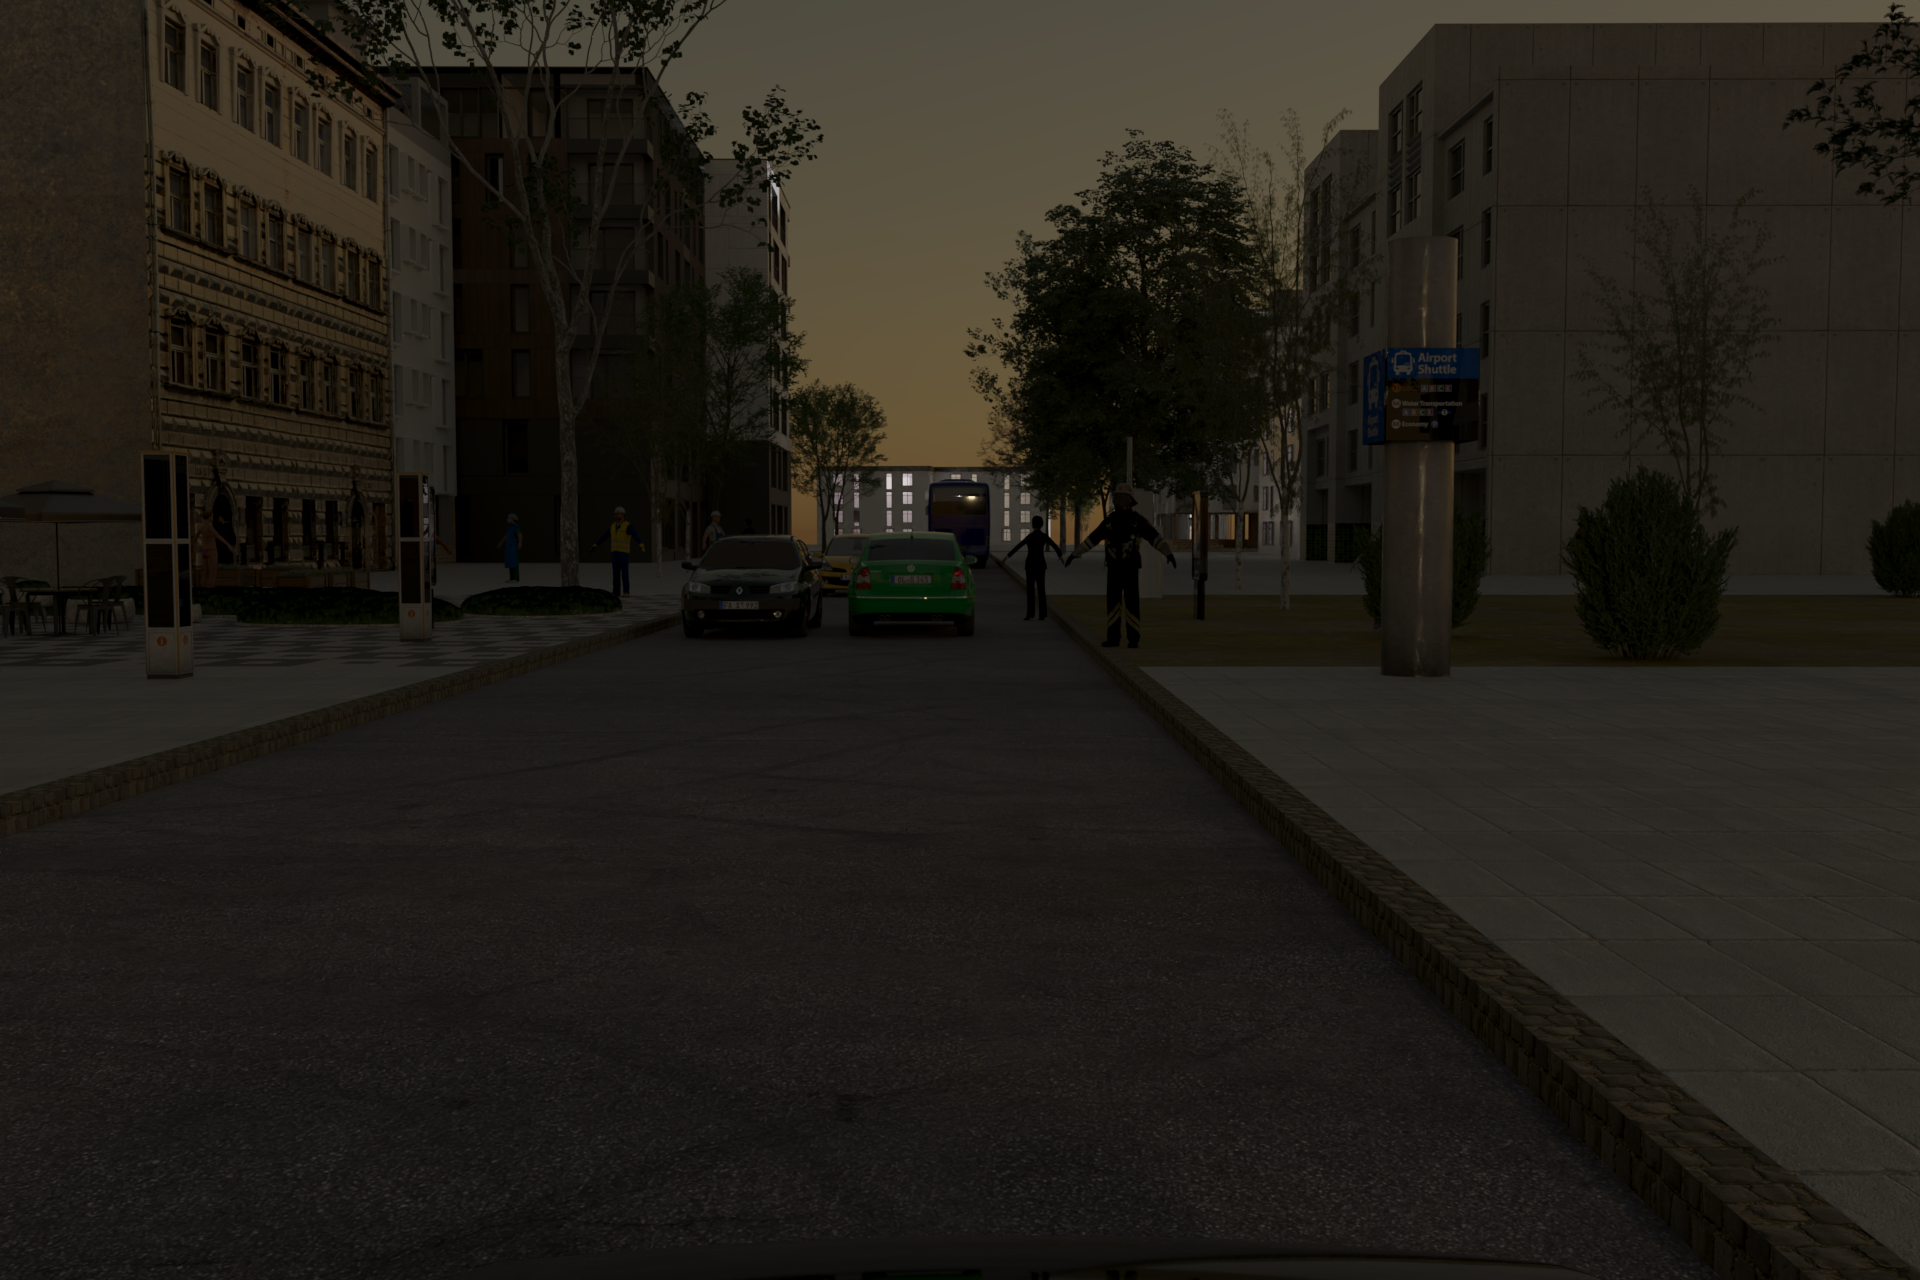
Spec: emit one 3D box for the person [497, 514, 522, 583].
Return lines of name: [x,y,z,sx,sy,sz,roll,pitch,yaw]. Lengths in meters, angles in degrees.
person: [-11.776,-2.408,45.502,0.704,1.817,1.347,-3,4,-39]

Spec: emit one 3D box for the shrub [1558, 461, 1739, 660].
shrub: [7.050,-0.816,17.764,1.690,2.028,1.600,0,3,0]

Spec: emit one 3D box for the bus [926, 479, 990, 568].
bus: [-0.110,-5.187,76.357,2.896,3.916,12.251,0,4,-1]

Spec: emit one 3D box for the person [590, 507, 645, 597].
person: [-6.913,-1.786,35.163,1.349,1.833,0.705,2,4,26]

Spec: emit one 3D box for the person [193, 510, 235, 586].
person: [-14.358,-1.620,33.283,1.217,1.733,0.721,2,4,32]

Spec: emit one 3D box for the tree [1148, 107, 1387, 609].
tree: [5.773,-4.830,29.331,4.360,8.622,3.978,0,3,0]

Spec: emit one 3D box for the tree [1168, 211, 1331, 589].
tree: [6.421,-5.482,39.988,4.360,8.622,3.978,0,3,0]

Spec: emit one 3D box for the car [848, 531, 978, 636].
car: [-0.700,-1.036,25.732,1.959,1.807,4.718,0,4,-1]

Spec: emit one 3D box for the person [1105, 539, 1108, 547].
person: [4.755,-2.861,52.970,0.705,1.806,1.347,-2,4,-27]

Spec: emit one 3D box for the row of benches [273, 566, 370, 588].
row of benches: [-11.752,-1.009,31.960,1.422,0.672,4.104,0,4,-4]

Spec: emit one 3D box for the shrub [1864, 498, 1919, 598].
shrub: [19.242,-1.876,35.084,1.690,2.028,1.600,0,3,0]

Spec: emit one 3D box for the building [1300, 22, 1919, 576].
building: [24.888,-12.372,68.735,16.747,18.905,31.486,0,4,1]

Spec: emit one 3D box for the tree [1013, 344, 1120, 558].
tree: [6.498,-10.582,91.145,7.486,12.596,7.792,0,3,0]

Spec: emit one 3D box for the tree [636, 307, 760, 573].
tree: [-9.092,-6.503,56.682,4.360,8.622,3.978,0,3,0]

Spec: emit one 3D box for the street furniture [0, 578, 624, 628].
street furniture: [-10.529,-0.677,26.694,10.072,0.657,5.734,0,4,3]

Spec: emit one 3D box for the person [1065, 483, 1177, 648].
person: [1.838,-0.846,19.609,1.354,1.856,0.705,2,4,28]

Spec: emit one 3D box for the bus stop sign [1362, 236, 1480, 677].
bus stop sign: [4.155,-1.631,15.684,0.837,3.901,0.837,0,4,0]

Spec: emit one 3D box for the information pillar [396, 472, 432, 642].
information pillar: [-6.512,-0.990,20.671,0.304,2.012,0.304,0,4,1]

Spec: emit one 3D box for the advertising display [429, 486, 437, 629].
advertising display: [-7.143,-1.083,22.923,0.123,1.923,0.974,0,4,1]

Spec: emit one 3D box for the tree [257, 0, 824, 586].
tree: [-8.593,-11.124,37.772,12.611,20.169,13.585,0,3,0]

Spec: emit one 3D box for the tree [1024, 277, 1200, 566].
tree: [6.326,-8.820,69.967,9.928,11.665,9.643,0,3,0]

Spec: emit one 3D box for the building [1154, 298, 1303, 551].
building: [21.659,-17.712,146.015,16.016,20.090,11.380,0,4,1]

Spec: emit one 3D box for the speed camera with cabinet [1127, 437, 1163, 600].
speed camera with cabinet: [3.659,-2.469,34.709,0.660,3.252,2.038,0,4,-1]

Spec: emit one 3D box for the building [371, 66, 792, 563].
building: [-24.352,-15.189,92.308,27.936,21.610,32.646,0,4,-1]

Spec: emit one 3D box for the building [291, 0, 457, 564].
building: [-27.021,-12.600,62.424,16.016,20.090,11.380,0,4,0]

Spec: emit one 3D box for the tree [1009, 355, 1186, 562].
tree: [6.769,-8.925,80.335,8.767,10.594,7.601,-1,4,-21]

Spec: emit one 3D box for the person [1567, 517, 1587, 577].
person: [18.634,-2.822,51.916,1.354,1.858,0.705,-3,5,-42]

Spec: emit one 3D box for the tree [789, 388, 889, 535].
tree: [-8.830,-12.079,123.249,9.928,11.665,9.643,0,3,0]

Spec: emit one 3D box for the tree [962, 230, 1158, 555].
tree: [6.037,-15.388,107.483,12.611,20.169,13.585,0,3,0]

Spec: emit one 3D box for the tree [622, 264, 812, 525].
tree: [-9.267,-8.596,66.296,9.928,11.665,9.643,0,3,0]

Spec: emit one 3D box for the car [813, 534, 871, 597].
car: [-2.417,-1.875,40.885,2.015,1.641,3.980,0,3,0]

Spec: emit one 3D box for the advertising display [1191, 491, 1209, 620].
advertising display: [3.615,-1.279,26.120,0.123,1.923,0.974,0,4,1]

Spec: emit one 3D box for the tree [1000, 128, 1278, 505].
tree: [5.962,-9.155,56.346,9.857,13.997,8.962,0,3,0]

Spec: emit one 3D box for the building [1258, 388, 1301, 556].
building: [23.821,-9.599,99.093,9.099,9.664,28.070,0,4,0]

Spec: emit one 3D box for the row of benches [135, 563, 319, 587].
row of benches: [-15.426,-1.295,36.633,4.104,0.672,1.422,1,4,12]

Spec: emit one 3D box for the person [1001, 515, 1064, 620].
person: [1.226,-1.201,28.809,1.216,1.740,0.721,-2,4,-29]

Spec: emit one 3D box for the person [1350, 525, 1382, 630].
person: [5.717,-0.855,23.239,0.991,1.433,0.599,0,4,-1]

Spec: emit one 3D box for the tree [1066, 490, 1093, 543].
tree: [14.418,-15.777,208.308,4.737,8.622,4.395,0,3,0]

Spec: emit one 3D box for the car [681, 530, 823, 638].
car: [-2.969,-0.944,25.215,2.009,1.686,4.222,0,4,0]

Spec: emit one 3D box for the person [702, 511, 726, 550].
person: [-5.945,-2.231,42.339,0.705,1.847,1.347,2,4,26]

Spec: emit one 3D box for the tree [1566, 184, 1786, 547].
tree: [15.437,-5.227,35.824,4.360,8.622,3.978,0,3,0]

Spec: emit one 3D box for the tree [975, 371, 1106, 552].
tree: [6.201,-13.026,123.348,12.009,13.543,11.850,0,3,0]

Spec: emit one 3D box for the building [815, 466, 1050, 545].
building: [-3.083,-16.431,213.246,28.070,9.664,9.099,0,4,7]

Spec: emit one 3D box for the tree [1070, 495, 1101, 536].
tree: [15.549,-16.148,214.375,4.737,8.622,4.395,0,3,0]

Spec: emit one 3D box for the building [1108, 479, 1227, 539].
building: [20.811,-14.377,177.203,9.099,9.664,28.070,0,3,0]

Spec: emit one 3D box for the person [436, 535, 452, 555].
person: [-9.492,-1.507,30.788,0.704,1.843,1.345,1,4,15]

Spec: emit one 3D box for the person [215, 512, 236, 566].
person: [-17.798,-2.184,41.896,0.705,1.806,1.347,0,4,3]

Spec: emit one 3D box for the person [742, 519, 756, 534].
person: [-6.566,-2.834,53.050,0.721,1.740,1.216,2,4,29]

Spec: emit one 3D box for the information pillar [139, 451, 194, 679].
information pillar: [-7.048,-0.667,15.397,0.304,2.012,0.304,0,4,0]

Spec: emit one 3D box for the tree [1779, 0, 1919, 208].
tree: [6.602,-4.477,7.608,8.767,10.594,7.601,2,4,35]

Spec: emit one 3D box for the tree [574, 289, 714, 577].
tree: [-8.748,-6.180,51.405,4.360,8.622,3.978,0,3,0]

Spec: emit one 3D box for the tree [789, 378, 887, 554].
tree: [-8.845,-11.512,113.979,9.928,11.665,9.643,0,3,0]

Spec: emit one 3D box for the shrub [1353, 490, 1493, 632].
shrub: [5.756,-1.069,21.517,1.661,2.075,1.752,0,3,0]

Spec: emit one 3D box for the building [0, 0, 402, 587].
building: [-28.799,-13.431,50.523,19.493,23.208,18.063,0,4,0]
